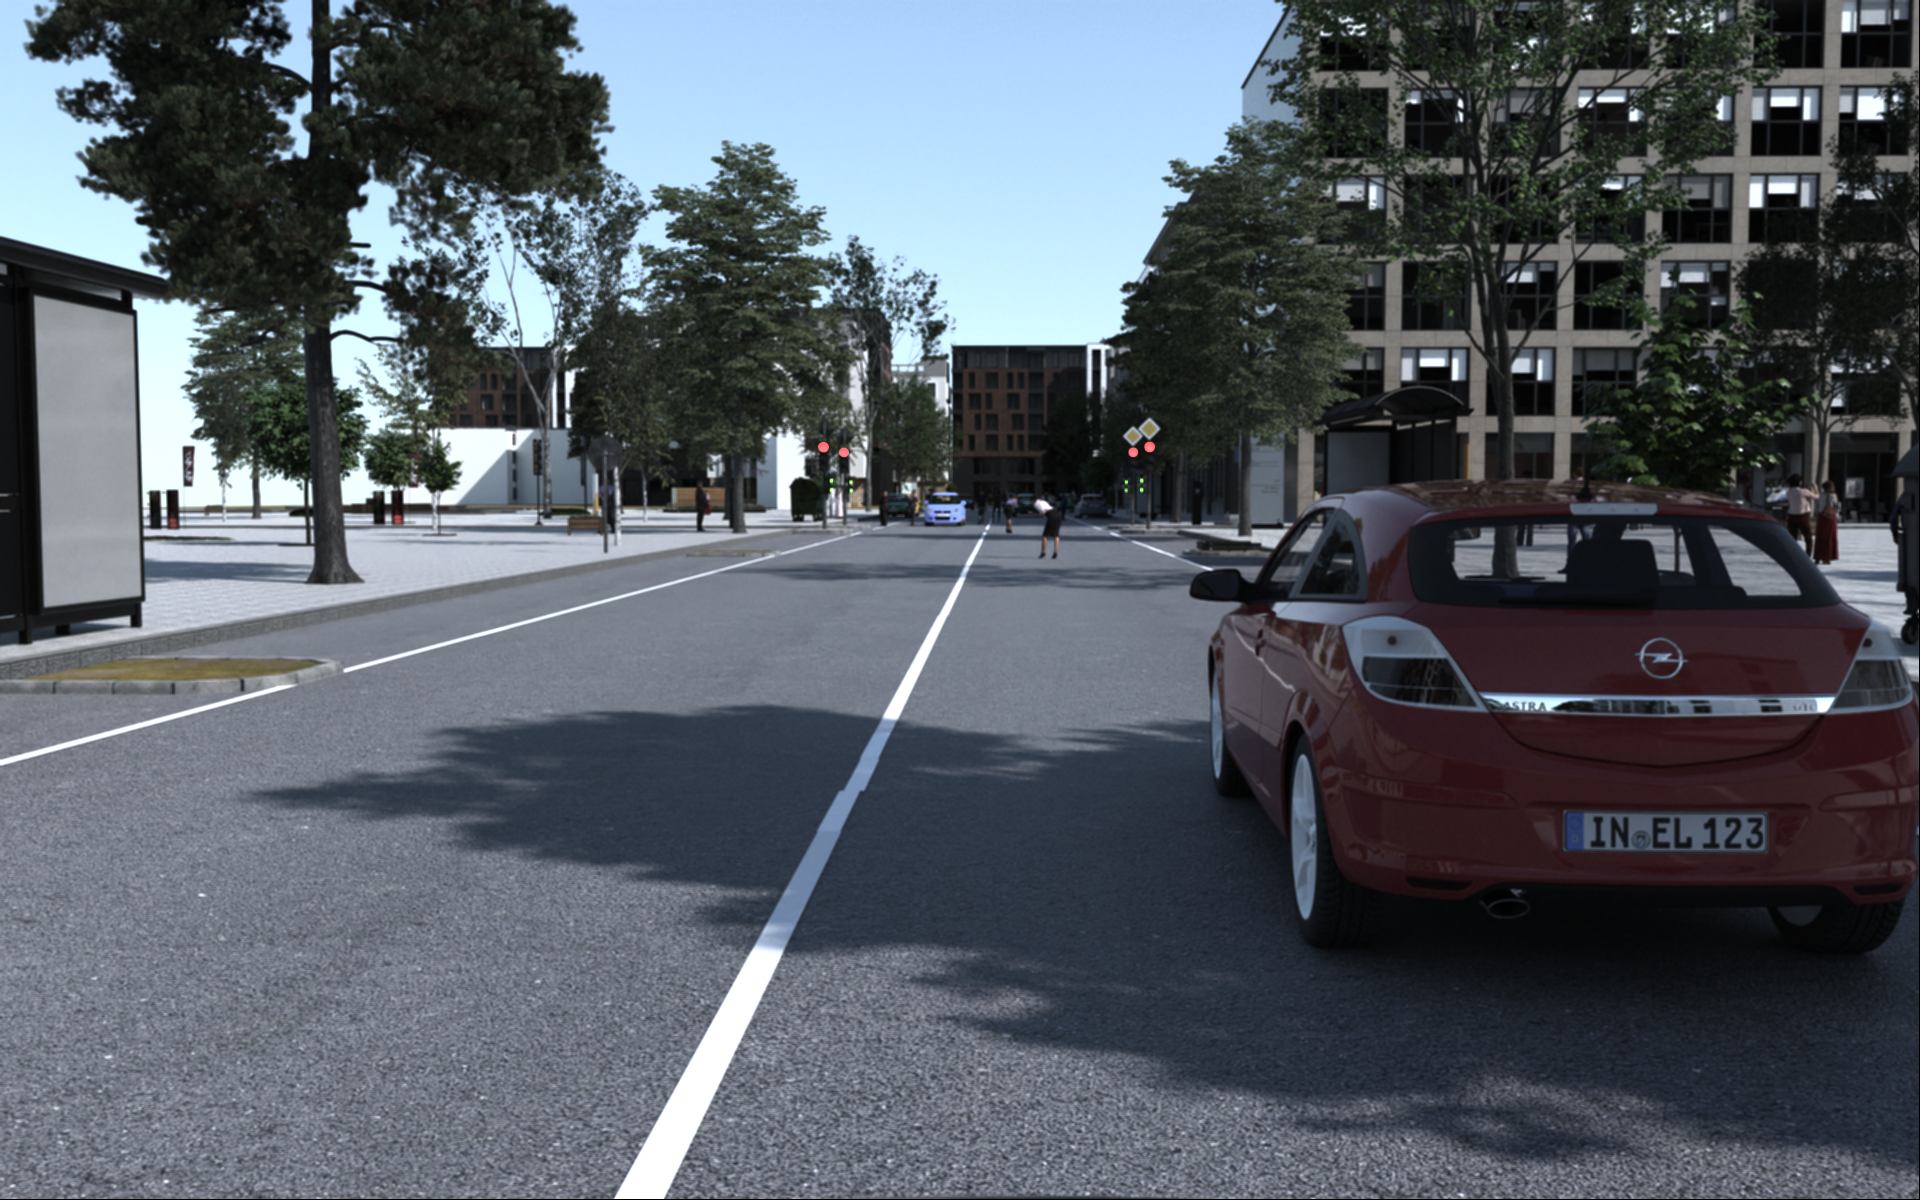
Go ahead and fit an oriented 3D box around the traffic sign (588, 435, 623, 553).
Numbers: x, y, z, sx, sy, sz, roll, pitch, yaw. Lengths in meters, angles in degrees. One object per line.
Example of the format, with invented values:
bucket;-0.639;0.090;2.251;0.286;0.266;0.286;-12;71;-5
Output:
traffic sign;-7.708;-2.294;37.619;0.768;2.556;0.104;0;4;4

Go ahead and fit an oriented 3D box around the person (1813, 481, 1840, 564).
person;15.806;-1.413;31.615;0.387;1.526;0.523;-1;4;-15

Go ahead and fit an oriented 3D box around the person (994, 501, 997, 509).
person;3.586;-9.740;170.974;0.421;1.427;0.697;-1;4;-23

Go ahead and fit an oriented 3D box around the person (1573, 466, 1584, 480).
person;9.894;-1.280;27.795;0.655;1.722;0.431;0;4;-2

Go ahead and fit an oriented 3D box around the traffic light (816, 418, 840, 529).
traffic light;-4.924;-4.520;63.151;0.839;4.213;0.868;0;4;1

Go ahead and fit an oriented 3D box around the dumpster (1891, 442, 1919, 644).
dumpster;8.616;-0.506;14.039;1.264;1.857;1.865;0;4;1

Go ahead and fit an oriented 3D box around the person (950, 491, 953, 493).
person;-0.892;-9.596;166.109;0.721;1.735;1.217;2;4;32

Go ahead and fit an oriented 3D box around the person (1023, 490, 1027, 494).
person;5.924;-9.147;158.131;1.350;1.814;0.705;1;4;22

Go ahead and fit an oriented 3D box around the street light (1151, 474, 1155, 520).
street light;8.837;-6.832;84.244;1.470;5.913;1.316;0;4;1

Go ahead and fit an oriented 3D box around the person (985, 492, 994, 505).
person;3.552;-12.082;206.746;1.217;1.736;0.721;1;4;16

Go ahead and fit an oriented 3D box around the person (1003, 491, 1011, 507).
person;3.978;-8.573;149.401;1.217;1.736;0.721;1;4;11

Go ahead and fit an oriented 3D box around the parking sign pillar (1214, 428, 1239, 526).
parking sign pillar;11.147;-5.045;70.958;1.447;3.967;1.447;0;4;-1

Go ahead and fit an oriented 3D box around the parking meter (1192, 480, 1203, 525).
parking meter;9.823;-4.038;71.727;0.399;1.863;0.255;0;4;-5

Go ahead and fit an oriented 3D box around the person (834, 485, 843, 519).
person;-6.279;-5.052;89.314;0.621;1.740;0.551;-3;4;-37

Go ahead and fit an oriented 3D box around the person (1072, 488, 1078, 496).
person;11.351;-10.058;170.364;0.599;1.838;0.709;0;4;-3

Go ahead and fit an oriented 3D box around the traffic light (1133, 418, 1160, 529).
traffic light;6.834;-4.503;62.863;0.839;4.213;0.868;0;4;1

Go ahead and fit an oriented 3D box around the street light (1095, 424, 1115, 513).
street light;9.642;-8.708;114.911;1.470;5.913;1.316;0;4;1

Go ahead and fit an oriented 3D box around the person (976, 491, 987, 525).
person;0.937;-4.314;81.250;0.569;1.553;0.471;3;5;41

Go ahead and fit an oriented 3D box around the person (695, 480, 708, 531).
person;-8.990;-3.281;60.239;0.434;1.755;0.990;-1;4;-9

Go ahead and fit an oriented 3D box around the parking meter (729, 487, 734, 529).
parking meter;-8.366;-3.413;64.207;0.372;1.533;0.369;0;3;0

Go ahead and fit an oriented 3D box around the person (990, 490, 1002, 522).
person;1.814;-4.745;87.543;0.593;1.643;0.415;-1;4;-15

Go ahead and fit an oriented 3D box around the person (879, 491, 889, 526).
person;-3.366;-4.033;76.711;0.388;1.546;0.482;-3;5;-40

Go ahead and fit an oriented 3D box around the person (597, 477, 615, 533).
person;-11.513;-3.096;56.531;0.709;1.838;0.599;-1;4;-10

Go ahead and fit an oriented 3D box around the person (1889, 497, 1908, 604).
person;11.172;-0.691;20.039;0.600;1.496;0.574;-1;4;-14

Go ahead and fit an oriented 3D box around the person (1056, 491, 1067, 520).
person;5.587;-5.155;94.649;0.647;1.594;0.662;-2;4;-28

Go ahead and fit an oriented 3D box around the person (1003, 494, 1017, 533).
person;1.860;-3.167;63.511;0.421;1.427;0.697;3;4;36

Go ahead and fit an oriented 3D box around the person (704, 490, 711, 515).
person;-15.586;-6.008;106.746;0.387;1.526;0.523;3;4;37

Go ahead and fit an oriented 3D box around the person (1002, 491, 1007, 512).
person;3.588;-8.099;141.746;0.431;1.722;0.655;0;4;-2

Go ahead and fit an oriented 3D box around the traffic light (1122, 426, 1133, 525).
traffic light;7.041;-4.991;70.846;0.839;4.213;0.868;0;4;1

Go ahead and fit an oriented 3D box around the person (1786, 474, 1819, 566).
person;15.054;-1.436;30.986;0.566;1.644;0.517;0;4;2

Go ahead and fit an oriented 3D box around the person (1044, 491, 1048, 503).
person;7.030;-7.987;139.888;0.445;1.727;0.742;-2;4;-28

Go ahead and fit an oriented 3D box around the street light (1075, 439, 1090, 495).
street light;10.402;-10.605;145.930;1.470;5.913;1.316;0;4;1

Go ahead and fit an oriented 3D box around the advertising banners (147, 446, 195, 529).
advertising banners;-28.698;-4.089;63.045;2.074;3.025;0.090;1;4;15

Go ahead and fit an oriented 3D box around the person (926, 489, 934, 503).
person;-1.779;-6.020;107.740;0.655;1.722;0.431;0;4;5

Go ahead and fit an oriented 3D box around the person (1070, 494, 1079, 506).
person;8.537;-7.170;128.969;0.697;1.427;0.421;0;4;7

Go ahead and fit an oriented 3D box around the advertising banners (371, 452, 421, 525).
advertising banners;-23.581;-4.665;72.462;2.074;3.025;0.090;0;4;-4

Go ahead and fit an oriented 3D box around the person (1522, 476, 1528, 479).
person;14.058;-2.192;42.681;0.742;1.727;0.445;0;4;-1

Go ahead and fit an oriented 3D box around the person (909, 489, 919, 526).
person;-2.044;-4.116;77.265;0.415;1.643;0.593;-1;4;-20

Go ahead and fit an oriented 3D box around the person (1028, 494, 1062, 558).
person;1.874;-1.649;38.645;0.799;1.438;0.628;0;4;8

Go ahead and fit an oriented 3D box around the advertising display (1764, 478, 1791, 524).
advertising display;33.393;-4.010;70.770;0.974;1.923;0.123;1;4;14

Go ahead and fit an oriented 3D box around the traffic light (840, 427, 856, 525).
traffic light;-4.717;-5.009;71.134;0.839;4.213;0.868;0;4;1

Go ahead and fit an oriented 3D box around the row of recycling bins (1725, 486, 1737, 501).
row of recycling bins;29.831;-3.862;70.256;3.534;1.692;1.069;-1;4;-10
